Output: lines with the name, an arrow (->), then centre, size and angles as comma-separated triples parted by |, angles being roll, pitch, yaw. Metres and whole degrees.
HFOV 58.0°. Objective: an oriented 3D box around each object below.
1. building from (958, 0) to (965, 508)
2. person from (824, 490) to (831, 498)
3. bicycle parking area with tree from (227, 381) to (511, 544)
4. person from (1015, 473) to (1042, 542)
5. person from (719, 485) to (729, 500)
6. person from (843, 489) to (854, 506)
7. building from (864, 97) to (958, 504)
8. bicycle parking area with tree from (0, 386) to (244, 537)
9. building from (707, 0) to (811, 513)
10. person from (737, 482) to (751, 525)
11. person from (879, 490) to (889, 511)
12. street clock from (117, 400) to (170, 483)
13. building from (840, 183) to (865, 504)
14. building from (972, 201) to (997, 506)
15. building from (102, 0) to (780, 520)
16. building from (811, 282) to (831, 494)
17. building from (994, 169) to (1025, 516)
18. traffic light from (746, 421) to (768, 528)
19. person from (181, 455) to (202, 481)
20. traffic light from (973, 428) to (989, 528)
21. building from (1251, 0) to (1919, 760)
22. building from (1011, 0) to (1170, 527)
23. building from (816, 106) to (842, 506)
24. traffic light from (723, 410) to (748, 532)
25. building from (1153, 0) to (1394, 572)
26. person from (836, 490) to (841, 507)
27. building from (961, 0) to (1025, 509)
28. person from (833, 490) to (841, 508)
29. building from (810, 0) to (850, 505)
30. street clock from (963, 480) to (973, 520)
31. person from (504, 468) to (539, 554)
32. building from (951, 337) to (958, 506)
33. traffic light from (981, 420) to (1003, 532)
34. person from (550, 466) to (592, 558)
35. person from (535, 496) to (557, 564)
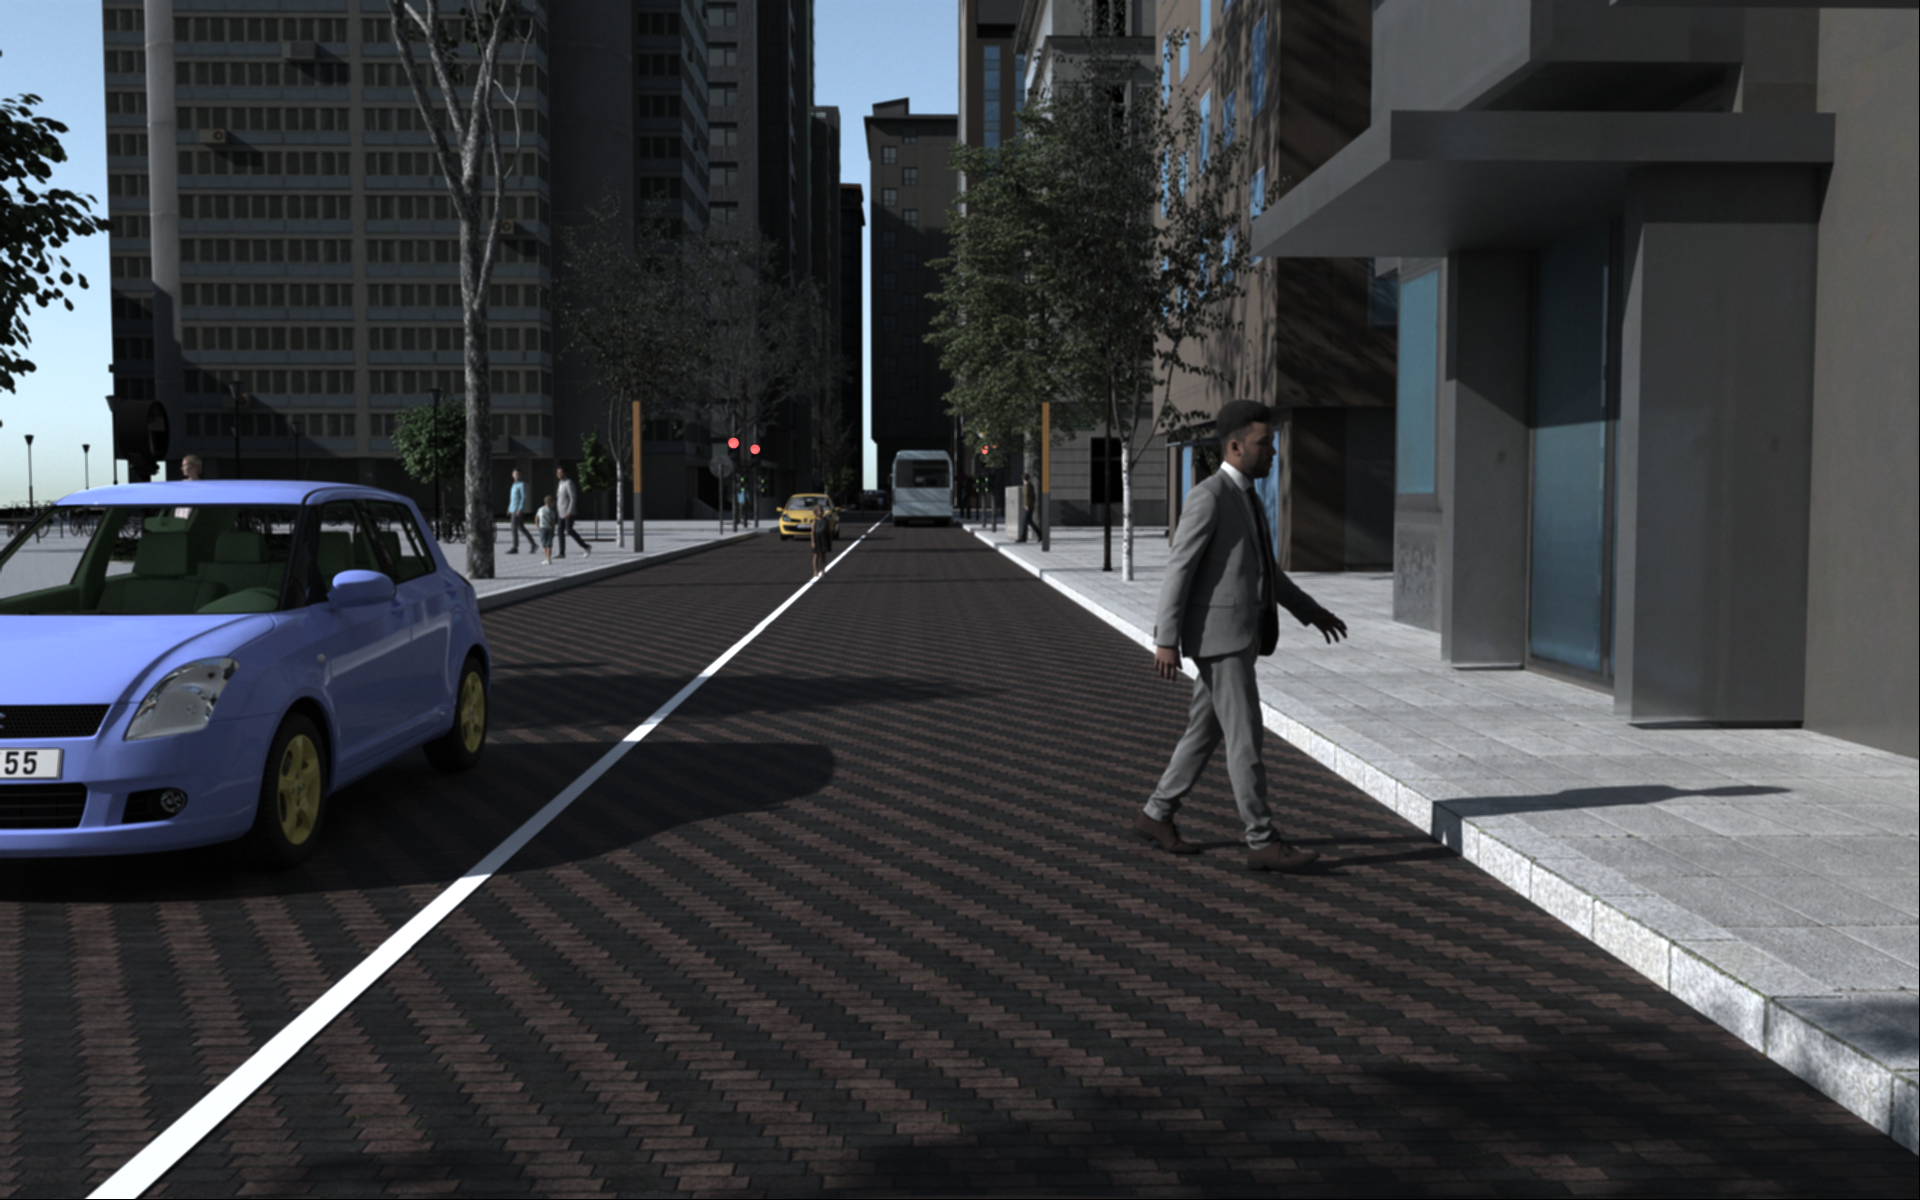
building -> 10.297, -38.575, 172.707 | 21.231, 58.520, 28.212 | 0, 4, -2
person -> -11.118, -8.524, 145.270 | 0.709, 1.838, 0.599 | -3, 5, -43
bicycle parking area with tree -> -16.316, -3.588, 45.674 | 8.231, 4.147, 9.016 | -2, 4, -25
person -> 1.850, -2.452, 46.042 | 0.836, 1.842, 0.656 | -1, 4, -11
person -> -14.600, -6.188, 107.021 | 0.655, 1.846, 0.447 | 0, 4, -6
person -> -12.023, -11.081, 187.228 | 1.348, 1.823, 0.705 | -2, 4, -24
building -> 0.956, -39.748, 239.114 | 27.495, 52.752, 28.713 | 0, 4, -2
bicycle parking area with tree -> -25.811, -3.739, 48.139 | 9.016, 4.147, 8.231 | 3, 5, 43
building -> -17.542, -26.583, 118.220 | 14.154, 41.232, 14.086 | 0, 4, -2
person -> -9.082, -4.044, 72.504 | 0.601, 1.785, 0.444 | 2, 4, 29
person -> -6.417, -8.342, 145.428 | 0.750, 1.759, 0.617 | -3, 4, -37
street clock -> -6.308, -0.542, 13.431 | 0.358, 2.002, 0.471 | 0, 4, -5
building -> -27.458, -35.533, 235.586 | 28.867, 44.769, 22.147 | 0, 4, -2
building -> 8.449, -18.791, 126.295 | 14.314, 24.678, 30.058 | 0, 4, -2
building -> -26.252, -24.411, 91.009 | 32.217, 40.220, 23.993 | 0, 4, -2
building -> -26.127, -18.974, 155.257 | 27.650, 21.520, 28.899 | 0, 4, -2
building -> 7.172, -15.427, 101.375 | 9.793, 20.994, 18.267 | 0, 4, -2
traffic light -> -7.752, -4.713, 65.981 | 0.839, 4.253, 0.868 | 0, 4, -2
person -> -9.163, -0.851, 20.626 | 0.731, 1.740, 0.598 | 0, 4, 0
traffic light -> 0.906, -4.729, 66.238 | 0.839, 4.253, 0.868 | 0, 4, -2
building -> 14.261, -23.482, 3.546 | 23.786, 49.044, 30.456 | 0, 4, -2
building -> 24.727, -18.285, 75.371 | 44.131, 29.872, 17.030 | 0, 4, -2
building -> -19.484, -30.191, 177.218 | 14.154, 41.232, 14.086 | 0, 4, -2
traffic light -> -7.528, -4.225, 57.999 | 0.839, 4.253, 0.868 | 0, 4, -2
building -> 11.773, -23.472, 33.873 | 14.600, 45.320, 14.200 | 0, 4, -2
person -> -11.783, -9.749, 166.246 | 0.742, 1.727, 0.445 | 0, 4, -8
building -> 7.207, -30.687, 151.849 | 14.600, 45.320, 14.200 | 0, 4, -2
person -> -11.195, -9.165, 156.824 | 0.756, 1.711, 0.436 | 1, 4, 20
building -> -28.973, -54.484, 203.490 | 31.000, 86.520, 22.319 | 0, 4, -2
street clock -> 0.419, -5.061, 87.318 | 0.471, 2.002, 0.358 | -2, 4, -33
person -> -9.396, -1.908, 37.102 | 0.748, 1.841, 0.638 | -1, 4, -21
building -> 13.108, -21.860, 202.443 | 27.650, 21.520, 28.899 | 0, 4, -2
traffic light -> 1.129, -4.241, 58.256 | 0.839, 4.253, 0.868 | 0, 4, -2
person -> -7.802, -1.758, 34.637 | 0.795, 1.843, 0.661 | -2, 4, -33
person -> -7.562, -1.280, 31.653 | 0.332, 1.250, 0.352 | 2, 4, 33
